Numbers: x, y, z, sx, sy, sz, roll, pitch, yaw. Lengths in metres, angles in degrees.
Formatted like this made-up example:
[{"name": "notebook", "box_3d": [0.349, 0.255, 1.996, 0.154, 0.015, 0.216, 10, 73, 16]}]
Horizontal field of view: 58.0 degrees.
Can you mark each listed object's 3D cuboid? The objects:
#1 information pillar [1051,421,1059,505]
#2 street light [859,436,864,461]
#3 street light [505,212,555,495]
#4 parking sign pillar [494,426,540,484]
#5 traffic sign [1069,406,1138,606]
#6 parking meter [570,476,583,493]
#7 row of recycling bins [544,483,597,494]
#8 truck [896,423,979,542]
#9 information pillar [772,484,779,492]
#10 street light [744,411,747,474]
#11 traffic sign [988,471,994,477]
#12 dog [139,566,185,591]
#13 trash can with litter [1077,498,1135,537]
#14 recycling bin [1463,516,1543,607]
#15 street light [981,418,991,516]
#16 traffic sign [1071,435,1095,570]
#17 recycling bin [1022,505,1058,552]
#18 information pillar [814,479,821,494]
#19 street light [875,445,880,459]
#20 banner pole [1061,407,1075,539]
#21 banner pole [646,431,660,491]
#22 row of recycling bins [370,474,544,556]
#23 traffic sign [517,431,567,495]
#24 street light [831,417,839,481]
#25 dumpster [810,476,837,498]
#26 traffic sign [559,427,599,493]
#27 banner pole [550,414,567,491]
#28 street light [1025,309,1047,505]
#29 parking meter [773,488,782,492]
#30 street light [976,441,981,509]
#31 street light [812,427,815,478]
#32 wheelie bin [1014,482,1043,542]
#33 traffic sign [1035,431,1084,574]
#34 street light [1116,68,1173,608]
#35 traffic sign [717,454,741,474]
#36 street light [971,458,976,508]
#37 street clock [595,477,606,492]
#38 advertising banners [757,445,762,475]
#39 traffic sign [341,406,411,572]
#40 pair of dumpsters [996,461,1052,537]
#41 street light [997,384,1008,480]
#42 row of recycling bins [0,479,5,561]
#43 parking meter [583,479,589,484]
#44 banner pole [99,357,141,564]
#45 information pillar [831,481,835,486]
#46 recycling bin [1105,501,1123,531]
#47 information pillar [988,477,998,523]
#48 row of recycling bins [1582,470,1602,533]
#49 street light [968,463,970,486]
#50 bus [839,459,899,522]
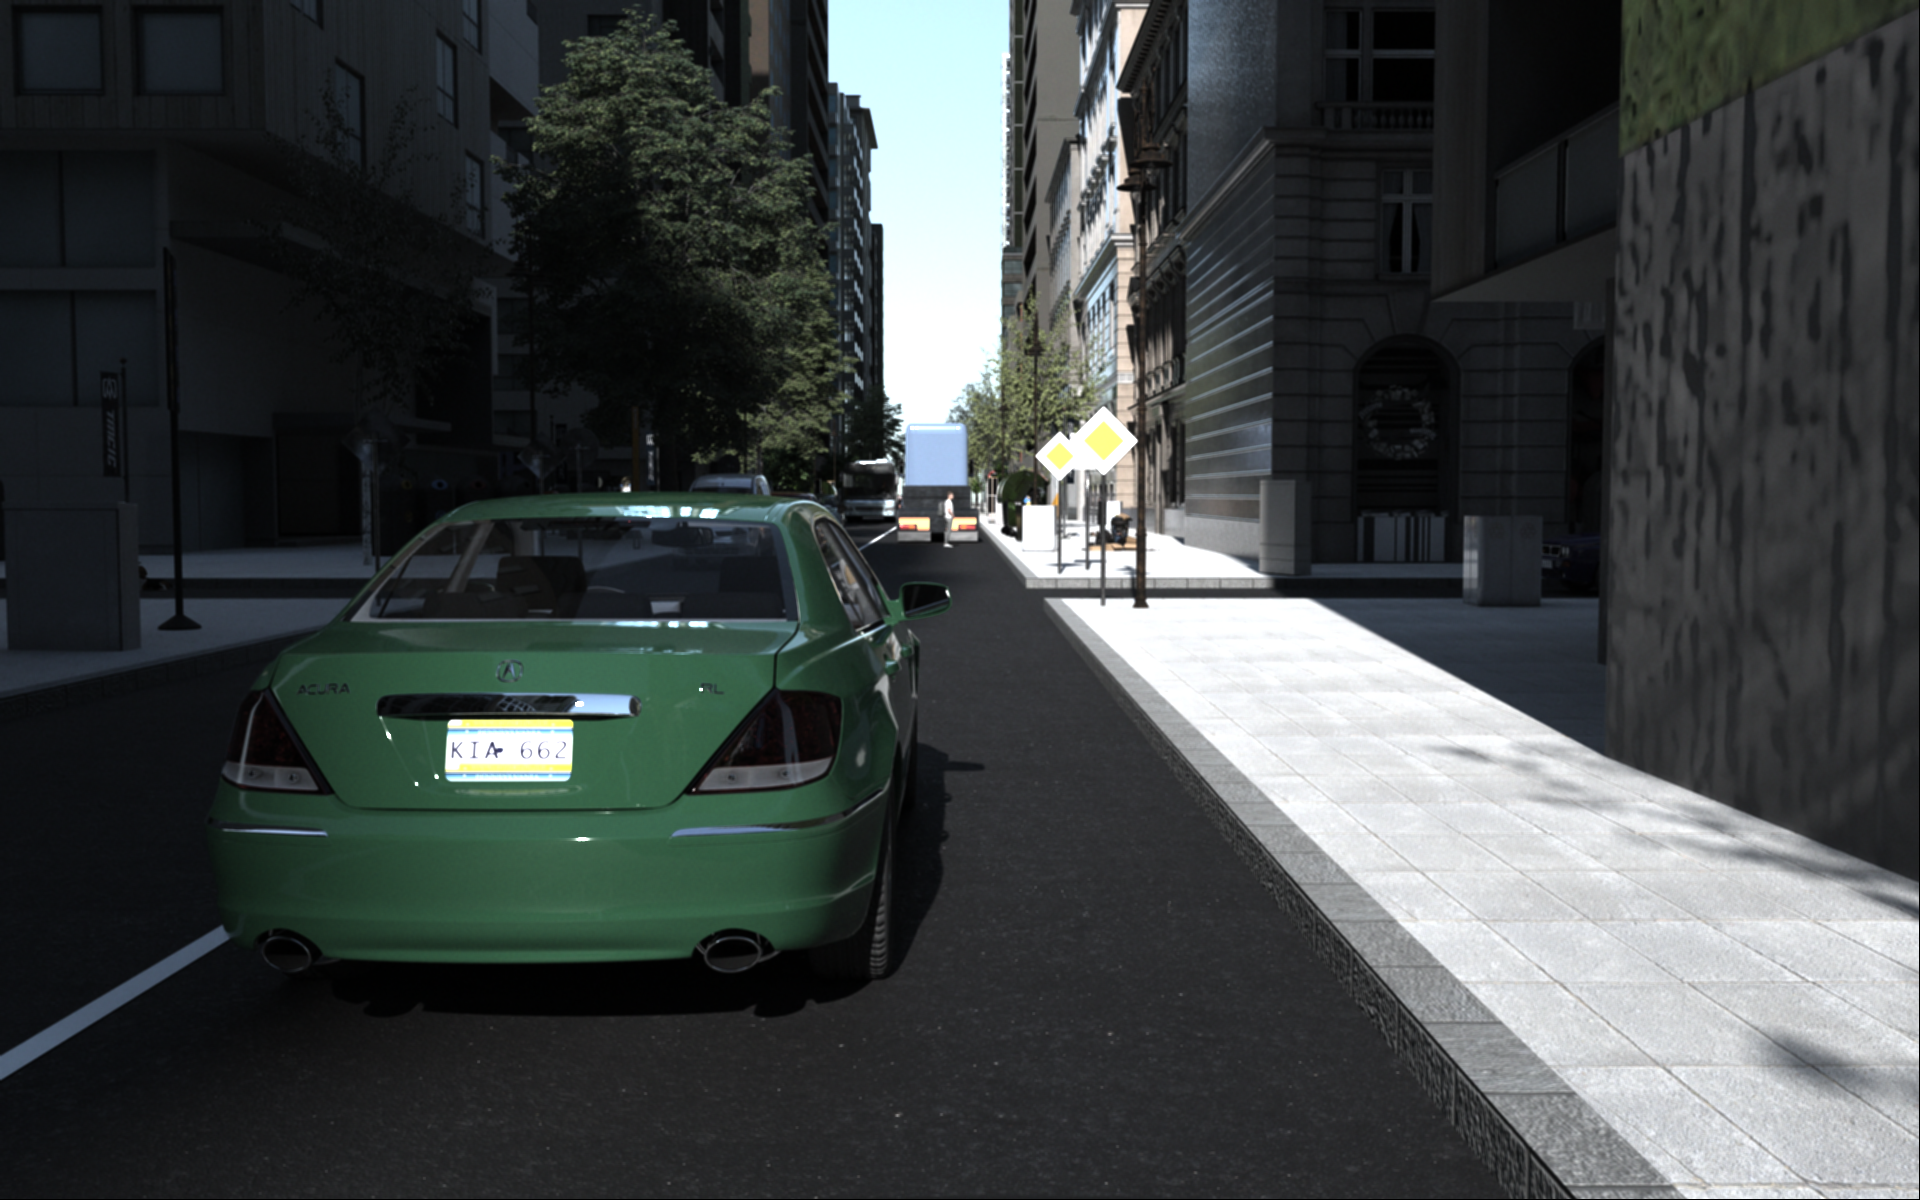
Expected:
[{"name": "information pillar", "box_3d": [3.027, -3.904, 55.182, 0.183, 3.616, 0.504, -2, 4, -23]}, {"name": "street light", "box_3d": [-7.656, -9.866, 134.097, 0.468, 5.910, 1.993, 0, 4, 0]}, {"name": "street light", "box_3d": [-7.106, -3.424, 28.771, 0.468, 5.910, 1.993, 0, 4, 0]}, {"name": "parking sign pillar", "box_3d": [-17.367, -4.911, 68.764, 1.447, 3.967, 1.447, 1, 4, 9]}, {"name": "traffic sign", "box_3d": [1.636, -0.988, 19.799, 0.795, 2.450, 0.064, 0, 4, 0]}, {"name": "parking meter", "box_3d": [-12.742, -3.158, 57.345, 0.255, 1.863, 0.399, 0, 4, -1]}, {"name": "row of recycling bins", "box_3d": [-15.187, -3.472, 63.876, 3.534, 1.692, 1.069, -1, 4, -18]}, {"name": "truck", "box_3d": [-0.800, -4.290, 59.895, 2.967, 4.110, 18.799, 0, 4, -1]}, {"name": "information pillar", "box_3d": [-9.628, -5.258, 90.463, 0.304, 2.012, 0.304, 0, 4, 4]}, {"name": "street light", "box_3d": [-7.272, -5.252, 58.660, 0.468, 5.910, 1.993, 0, 4, 0]}, {"name": "traffic sign", "box_3d": [1.890, -5.709, 93.450, 0.768, 2.556, 0.104, 1, 4, 9]}, {"name": "dog", "box_3d": [-11.958, -0.336, 25.691, 0.748, 0.427, 0.550, 0, 4, -4]}, {"name": "trash can with litter", "box_3d": [4.389, -2.559, 52.890, 1.678, 1.210, 2.233, 0, 4, -5]}, {"name": "recycling bin", "box_3d": [6.272, -0.458, 20.042, 0.722, 1.027, 0.722, 0, 4, 1]}, {"name": "street light", "box_3d": [1.661, -7.911, 102.128, 0.468, 5.910, 1.993, 0, 4, 0]}, {"name": "traffic sign", "box_3d": [2.157, -1.661, 29.281, 0.606, 2.300, 0.079, 0, 4, 4]}, {"name": "recycling bin", "box_3d": [1.788, -1.600, 38.716, 0.722, 1.027, 0.722, 1, 4, 10]}, {"name": "information pillar", "box_3d": [-6.931, -4.885, 84.361, 0.304, 2.012, 0.304, 0, 4, -1]}, {"name": "street light", "box_3d": [-7.804, -11.687, 163.876, 0.468, 5.910, 1.993, 0, 4, 0]}, {"name": "banner pole", "box_3d": [3.119, -3.671, 50.043, 0.401, 3.779, 0.863, 2, 4, 30]}, {"name": "banner pole", "box_3d": [-10.774, -4.340, 60.980, 0.401, 3.779, 0.863, 2, 4, 32]}, {"name": "row of recycling bins", "box_3d": [-10.776, -1.817, 36.822, 3.534, 1.692, 1.069, -3, 5, -39]}, {"name": "traffic sign", "box_3d": [-6.698, -1.475, 27.763, 0.795, 2.450, 0.064, 0, 4, 0]}, {"name": "street light", "box_3d": [-7.560, -8.055, 104.487, 0.468, 5.910, 1.993, 0, 4, 0]}, {"name": "dumpster", "box_3d": [-7.504, -5.616, 94.318, 1.502, 2.255, 1.985, 0, 4, 0]}, {"name": "traffic sign", "box_3d": [-7.278, -2.020, 33.129, 0.768, 2.556, 0.104, 0, 4, 1]}, {"name": "banner pole", "box_3d": [-12.636, -3.940, 54.433, 0.863, 3.779, 0.401, 2, 4, 32]}, {"name": "street light", "box_3d": [1.898, -4.325, 43.495, 0.468, 5.910, 1.993, 0, 4, 0]}, {"name": "parking meter", "box_3d": [-7.772, -3.999, 73.797, 0.372, 1.533, 0.369, 0, 3, 0]}, {"name": "street light", "box_3d": [1.530, -9.035, 120.514, 0.468, 5.910, 1.993, 0, 4, 0]}, {"name": "street light", "box_3d": [-7.442, -7.084, 88.610, 0.468, 5.910, 1.993, 0, 4, 0]}, {"name": "wheelie bin", "box_3d": [1.859, -2.380, 46.826, 0.693, 1.594, 0.980, -1, 4, -15]}, {"name": "traffic sign", "box_3d": [1.596, -1.477, 27.784, 0.795, 2.450, 0.064, 0, 4, 0]}, {"name": "street light", "box_3d": [2.043, -2.851, 19.400, 0.468, 5.910, 1.993, 0, 4, 0]}, {"name": "traffic sign", "box_3d": [-7.420, -3.392, 55.573, 0.768, 2.556, 0.104, 0, 4, 3]}, {"name": "street light", "box_3d": [1.373, -10.827, 149.807, 0.468, 5.910, 1.993, 0, 4, 0]}, {"name": "street clock", "box_3d": [-14.965, -4.137, 72.202, 0.471, 2.002, 0.358, 3, 4, 36]}, {"name": "advertising banners", "box_3d": [-7.313, -3.987, 61.382, 0.090, 3.025, 2.074, 1, 4, 10]}, {"name": "traffic sign", "box_3d": [-6.658, -0.987, 19.778, 0.795, 2.450, 0.064, 0, 4, 0]}, {"name": "pair of dumpsters", "box_3d": [1.974, -3.130, 53.676, 1.574, 2.255, 4.437, 0, 4, 0]}, {"name": "street light", "box_3d": [1.805, -6.119, 72.836, 0.468, 5.910, 1.993, 0, 4, 0]}, {"name": "row of recycling bins", "box_3d": [-18.749, -1.512, 31.831, 1.069, 1.692, 3.534, 0, 4, 1]}, {"name": "parking meter", "box_3d": [-14.514, -3.733, 66.749, 0.399, 1.863, 0.255, -1, 4, -16]}, {"name": "banner pole", "box_3d": [-15.298, -2.535, 31.457, 0.401, 3.779, 0.863, 1, 4, 11]}, {"name": "information pillar", "box_3d": [-7.228, -5.660, 97.028, 0.304, 2.012, 0.304, 3, 4, 38]}, {"name": "recycling bin", "box_3d": [5.311, -2.952, 60.815, 0.722, 1.027, 0.722, 1, 4, 13]}, {"name": "information pillar", "box_3d": [1.437, -4.359, 75.768, 0.304, 2.012, 0.304, -3, 4, -37]}, {"name": "row of recycling bins", "box_3d": [12.216, -1.328, 28.820, 3.534, 1.692, 1.069, 1, 4, 22]}, {"name": "street light", "box_3d": [1.272, -12.619, 179.100, 0.468, 5.910, 1.993, 0, 4, 0]}, {"name": "bus", "box_3d": [-4.607, -5.854, 90.573, 2.948, 3.499, 13.247, 0, 4, -2]}]
